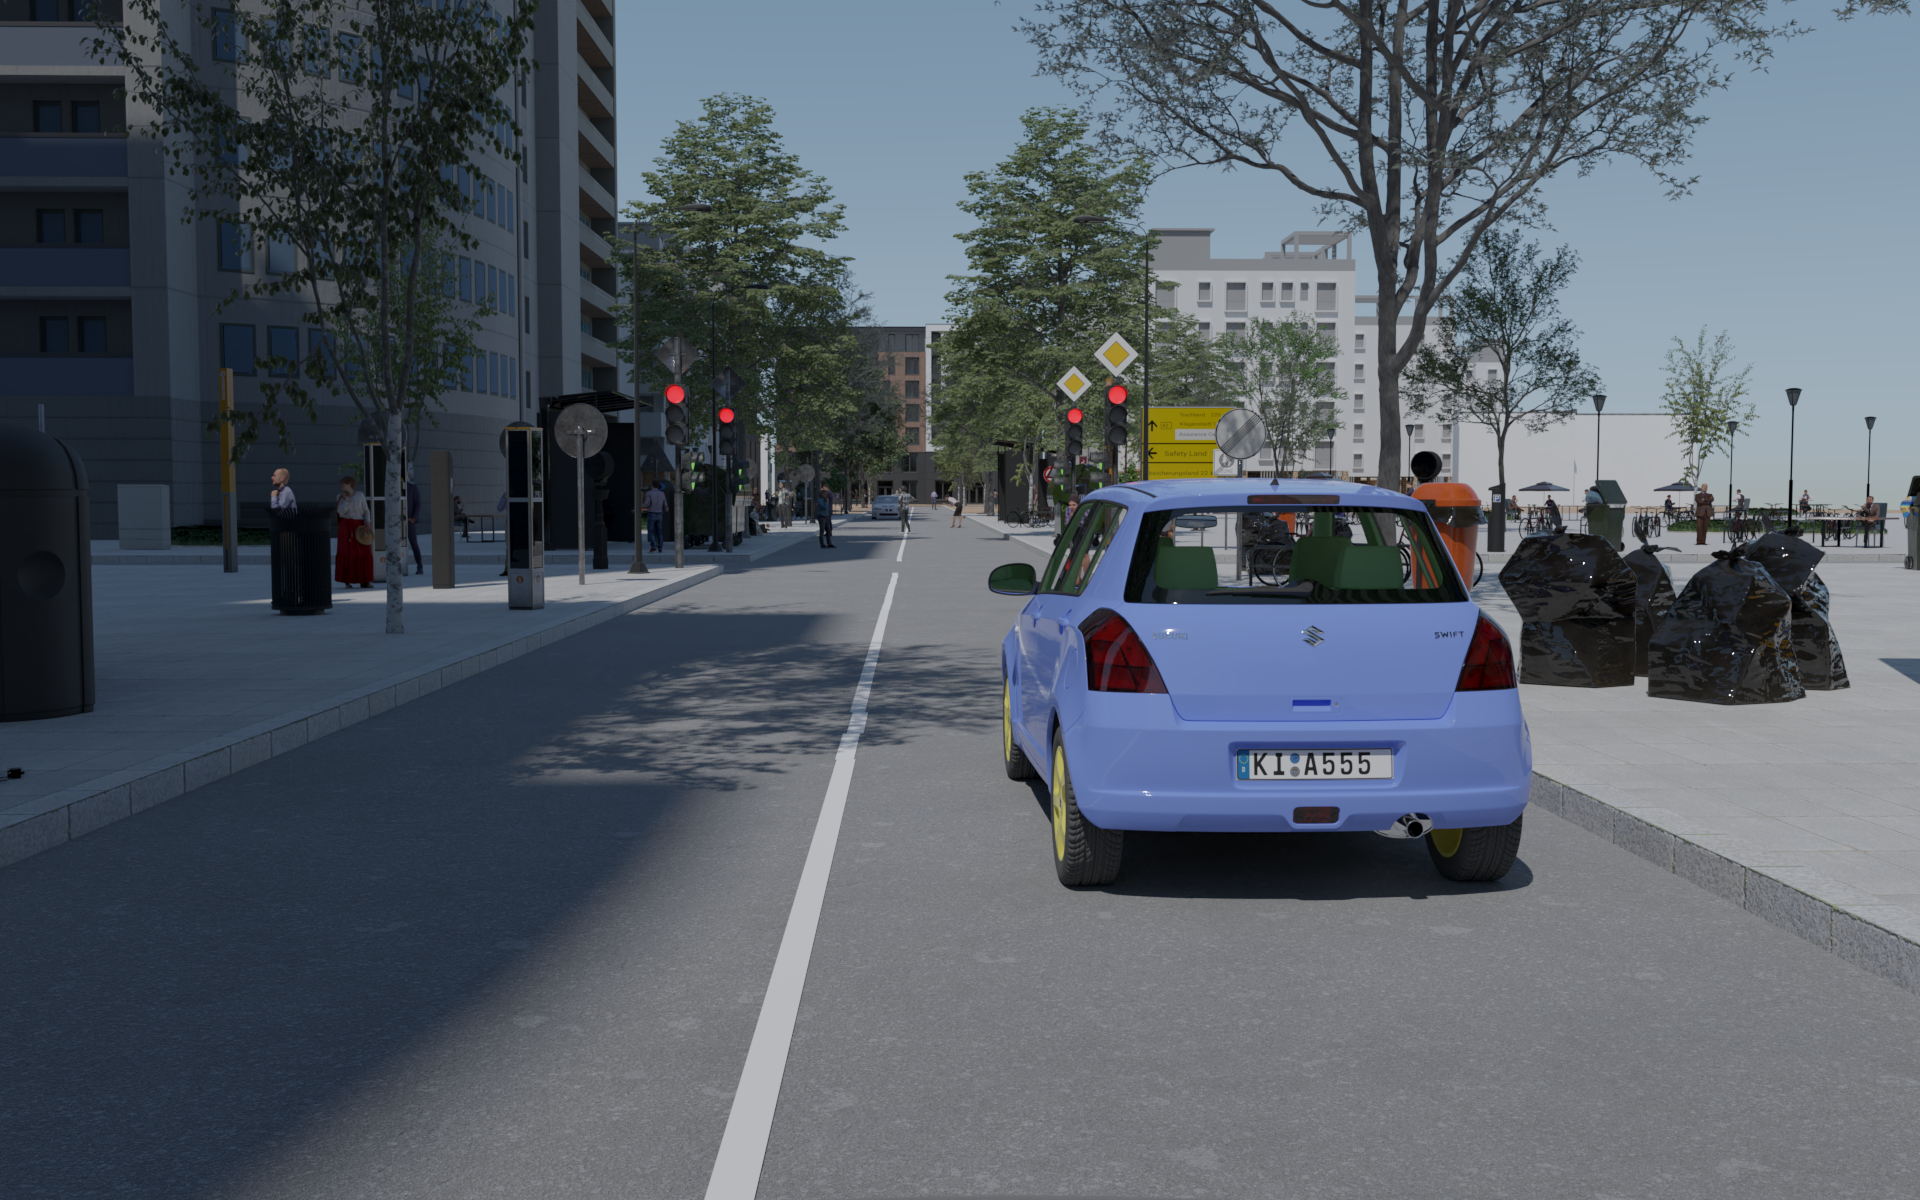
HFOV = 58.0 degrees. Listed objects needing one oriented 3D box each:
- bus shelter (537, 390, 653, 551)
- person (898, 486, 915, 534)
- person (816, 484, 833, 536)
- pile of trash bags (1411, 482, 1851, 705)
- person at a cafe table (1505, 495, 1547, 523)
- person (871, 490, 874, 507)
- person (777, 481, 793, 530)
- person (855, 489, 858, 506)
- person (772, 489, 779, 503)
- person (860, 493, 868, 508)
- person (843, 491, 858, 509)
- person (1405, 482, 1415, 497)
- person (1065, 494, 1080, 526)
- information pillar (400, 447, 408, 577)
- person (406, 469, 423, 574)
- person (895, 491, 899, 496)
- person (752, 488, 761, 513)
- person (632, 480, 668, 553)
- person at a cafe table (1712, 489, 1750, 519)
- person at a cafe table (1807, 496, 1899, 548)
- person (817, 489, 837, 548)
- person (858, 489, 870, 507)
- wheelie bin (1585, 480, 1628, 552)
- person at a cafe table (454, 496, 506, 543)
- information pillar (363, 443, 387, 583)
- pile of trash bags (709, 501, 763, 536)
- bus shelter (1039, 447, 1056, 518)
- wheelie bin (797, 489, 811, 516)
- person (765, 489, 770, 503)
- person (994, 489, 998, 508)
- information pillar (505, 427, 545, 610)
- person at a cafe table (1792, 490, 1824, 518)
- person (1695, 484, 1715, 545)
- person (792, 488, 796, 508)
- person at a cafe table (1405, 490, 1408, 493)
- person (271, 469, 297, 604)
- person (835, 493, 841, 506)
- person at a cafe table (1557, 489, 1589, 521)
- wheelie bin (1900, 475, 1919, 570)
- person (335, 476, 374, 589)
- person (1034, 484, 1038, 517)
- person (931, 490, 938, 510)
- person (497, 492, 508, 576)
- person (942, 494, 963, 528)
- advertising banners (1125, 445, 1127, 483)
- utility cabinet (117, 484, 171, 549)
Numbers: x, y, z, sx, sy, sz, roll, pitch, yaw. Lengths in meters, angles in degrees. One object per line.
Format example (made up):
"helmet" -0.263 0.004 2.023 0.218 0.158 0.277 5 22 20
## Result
"bus shelter" -8.782 -3.111 42.145 1.731 3.624 6.357 0 4 -2
"person" -1.990 -3.229 62.014 0.376 1.734 0.841 3 5 44
"person" -4.579 -3.039 58.631 0.568 1.767 0.683 0 4 -2
"pile of trash bags" 4.481 -0.154 12.264 1.912 1.369 3.447 -2 4 -32
"person at a cafe table" 25.275 -4.092 77.770 1.698 1.238 1.726 -2 4 -34
"person" -9.022 -10.447 177.569 0.721 1.735 1.217 0 4 -6
"person" -6.254 -3.342 61.408 0.376 1.734 0.841 -2 4 -30
"person" -10.987 -10.855 183.541 0.705 1.821 1.348 0 4 -6
"person" -20.094 -11.240 189.907 1.348 1.812 0.705 -2 4 -26
"person" -8.951 -9.308 161.416 0.799 1.438 0.628 -2 4 -31
"person" -9.401 -8.696 148.245 1.348 1.821 0.705 1 4 11
"person" 17.659 -3.786 68.392 0.568 1.767 0.683 1 4 16
"person" 1.821 -0.892 26.312 0.421 1.427 0.697 1 4 22
"information pillar" -8.804 -1.372 26.923 0.304 2.012 0.304 1 4 14
"person" -8.853 -1.261 27.580 0.541 1.710 0.530 1 4 17
"person" -5.408 -8.448 147.355 1.217 1.736 0.721 -3 4 -36
"person" -8.343 -3.812 70.640 0.482 1.546 0.388 0 4 -4
"person" -6.612 -1.805 37.515 0.435 1.587 0.963 3 5 41
"person at a cafe table" 38.046 -4.694 85.270 1.698 1.524 1.622 -2 4 -32
"person at a cafe table" 21.713 -1.889 41.754 1.726 1.238 1.698 -2 4 -35
"person" -3.558 -2.134 45.605 0.429 1.552 0.499 3 5 44
"person" -8.974 -9.540 162.742 1.217 1.735 0.721 1 4 20
"wheelie bin" 14.273 -1.863 38.375 0.980 1.594 0.693 -2 4 -27
"person at a cafe table" -12.983 -2.168 46.311 1.726 1.238 1.698 0 4 6
"information pillar" -8.394 -1.255 25.007 0.304 2.012 0.304 -3 4 -37
"pile of trash bags" -7.753 -2.699 53.882 3.447 1.369 1.912 3 4 36
"bus shelter" 4.689 -5.918 88.037 1.731 3.624 6.357 0 4 -2
"wheelie bin" -8.884 -5.587 99.257 0.980 1.594 0.693 -2 4 -31
"person" -20.004 -10.642 180.482 0.568 1.767 0.683 2 4 31
"person" 3.102 -9.029 154.382 1.217 1.736 0.721 0 4 7
"information pillar" -4.829 -0.902 19.239 0.304 2.012 0.304 1 4 13
"person at a cafe table" 46.384 -5.280 94.840 1.698 1.524 1.622 1 4 11
"person" 18.704 -2.152 43.492 0.482 1.546 0.388 1 4 12
"person" -15.582 -9.458 160.690 1.348 1.823 0.705 3 4 36
"person at a cafe table" 29.005 -6.409 113.303 1.698 1.524 1.622 -2 4 -32
"person" -7.821 -0.727 20.000 0.319 1.574 0.516 -1 4 -18
"person" -13.375 -11.183 189.807 0.541 1.710 0.530 1 4 23
"person at a cafe table" 30.042 -4.612 83.915 1.622 1.524 1.698 3 4 38
"wheelie bin" 16.386 -1.299 29.142 0.980 1.594 0.693 1 4 10
"person" -8.238 -0.919 23.539 0.523 1.526 0.387 -1 4 -22
"person" 4.060 -5.434 95.018 0.434 1.807 0.598 0 4 0
"person" -2.273 -9.151 157.993 0.709 1.838 0.599 2 4 34
"person" -6.956 -1.159 27.061 0.516 1.574 0.319 1 4 17
"person" -0.296 -3.772 73.367 0.799 1.438 0.628 -1 4 -15
"advertising banners" 5.662 -3.801 58.331 0.090 3.025 2.074 0 4 1
"utility cabinet" -18.787 -1.910 39.906 1.173 1.500 0.318 1 4 15
